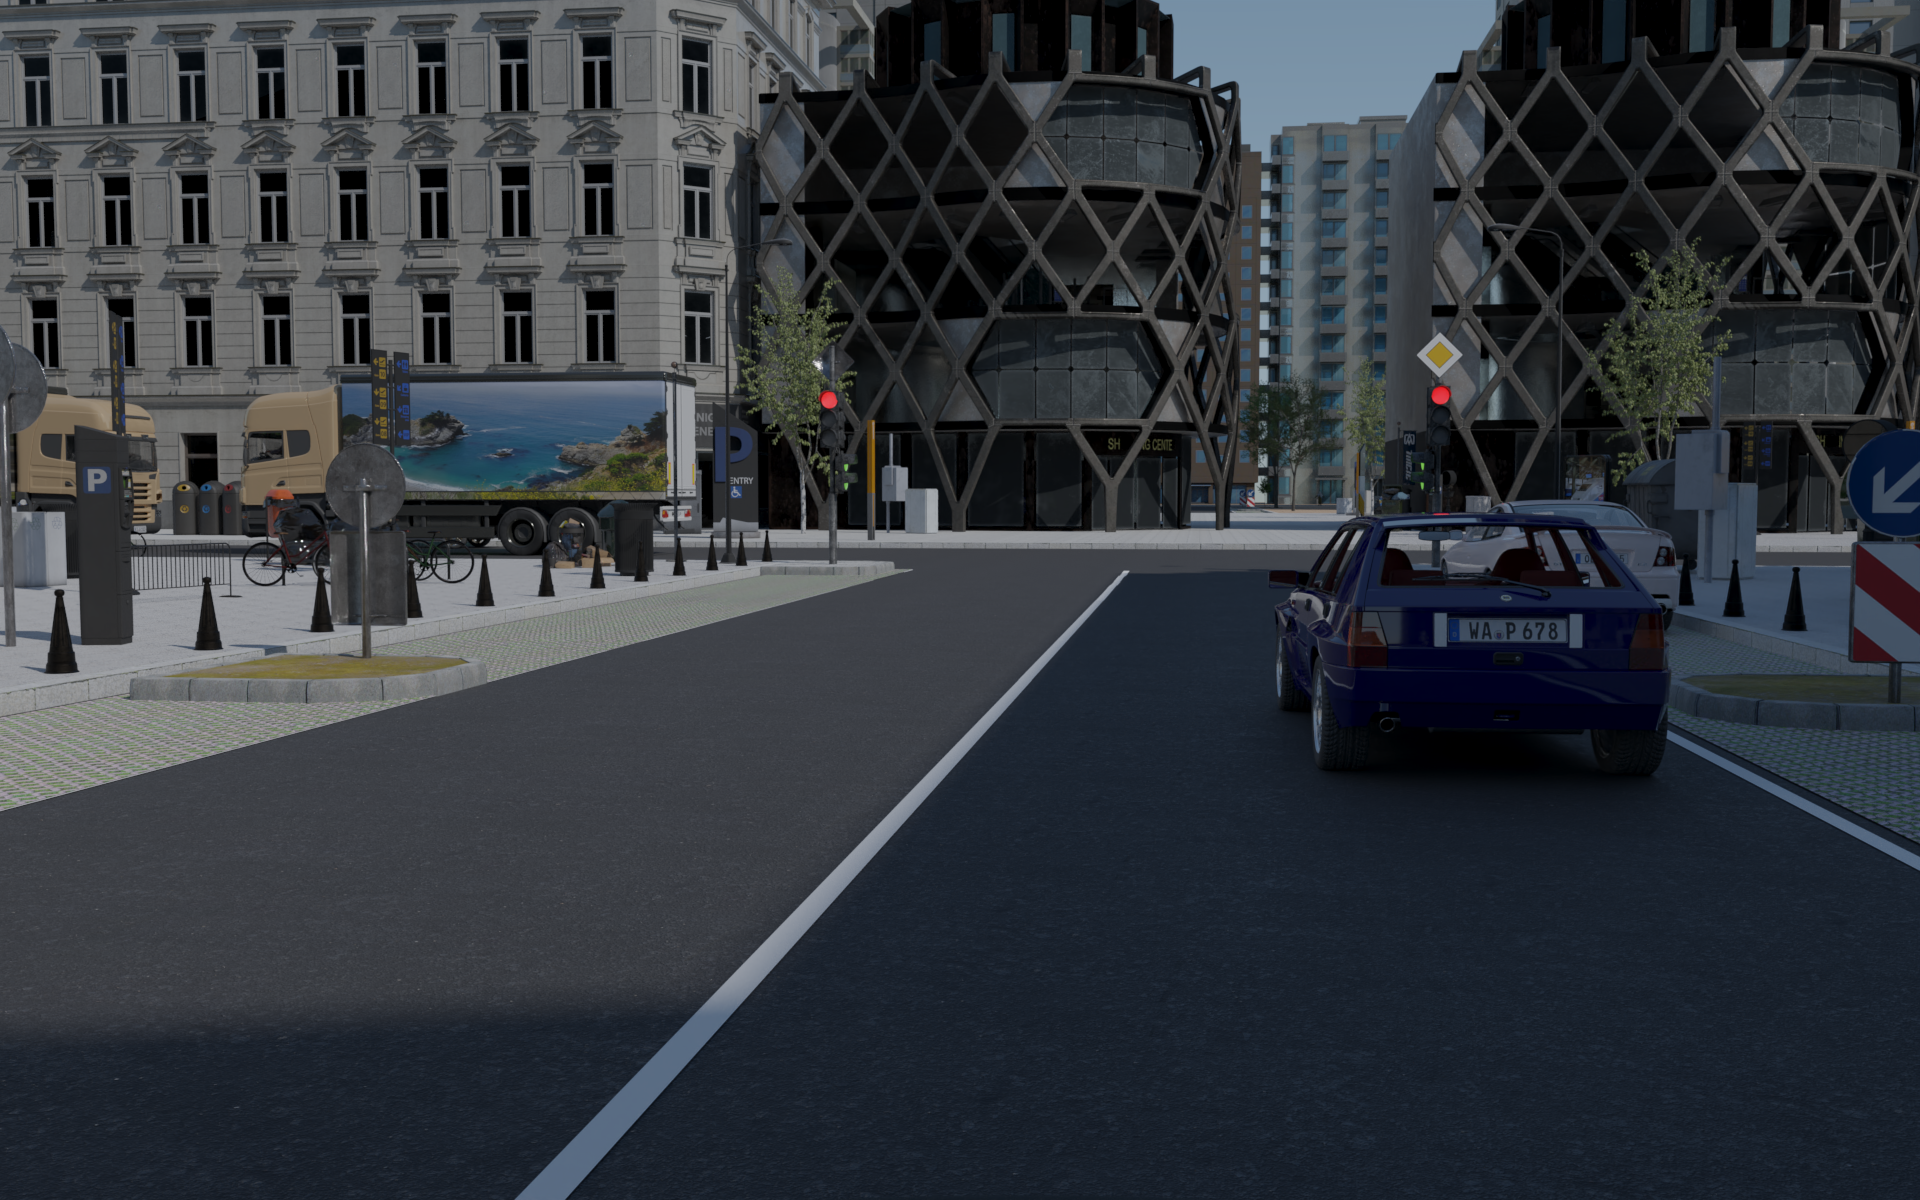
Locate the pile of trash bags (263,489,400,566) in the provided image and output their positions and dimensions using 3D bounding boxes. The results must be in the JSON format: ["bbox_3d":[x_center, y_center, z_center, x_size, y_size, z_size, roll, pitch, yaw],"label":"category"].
[{"bbox_3d":[-11.835,-1.365,32.075,3.447,1.369,1.912,3,4,37],"label":"pile of trash bags"}]

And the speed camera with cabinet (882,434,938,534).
[{"bbox_3d":[-1.632,-3.804,56.529,2.038,3.252,0.660,3,5,43],"label":"speed camera with cabinet"}]

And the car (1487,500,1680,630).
[{"bbox_3d":[6.659,-0.442,19.589,2.083,1.381,4.827,0,4,6],"label":"car"}]

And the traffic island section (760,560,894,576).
[{"bbox_3d":[-2.348,-0.580,31.764,2.009,0.180,2.903,0,4,8],"label":"traffic island section"}]

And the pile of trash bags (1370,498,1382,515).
[{"bbox_3d":[24.897,-5.503,99.723,1.912,1.369,3.447,2,4,31],"label":"pile of trash bags"}]

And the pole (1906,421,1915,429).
[{"bbox_3d":[26.554,-3.342,48.478,0.158,3.312,0.155,0,3,0],"label":"pole"}]

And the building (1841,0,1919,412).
[{"bbox_3d":[86.983,-37.688,158.191,28.212,58.520,21.231,0,4,8],"label":"building"}]

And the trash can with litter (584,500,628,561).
[{"bbox_3d":[-6.607,-1.294,32.538,0.624,1.170,1.055,2,4,27],"label":"trash can with litter"}]

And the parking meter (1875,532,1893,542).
[{"bbox_3d":[9.404,-0.726,17.584,0.255,1.863,0.399,2,4,32],"label":"parking meter"}]

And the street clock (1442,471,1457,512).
[{"bbox_3d":[15.159,-3.009,53.769,0.358,2.002,0.471,-2,4,-24],"label":"street clock"}]

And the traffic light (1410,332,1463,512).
[{"bbox_3d":[8.303,-2.524,30.181,0.839,4.253,0.868,0,4,8],"label":"traffic light"}]

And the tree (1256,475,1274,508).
[{"bbox_3d":[28.702,-10.339,163.643,1.663,3.219,1.824,0,3,0],"label":"tree"}]

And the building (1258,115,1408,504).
[{"bbox_3d":[53.548,-36.840,221.947,30.456,49.044,23.786,0,4,8],"label":"building"}]

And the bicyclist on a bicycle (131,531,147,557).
[{"bbox_3d":[-18.470,-1.695,37.728,1.625,1.676,1.499,1,4,10],"label":"bicyclist on a bicycle"}]

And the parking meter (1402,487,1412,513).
[{"bbox_3d":[15.701,-3.212,60.935,0.372,1.533,0.369,0,3,0],"label":"parking meter"}]

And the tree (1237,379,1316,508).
[{"bbox_3d":[28.637,-14.158,157.235,9.928,11.665,9.643,0,3,0],"label":"tree"}]

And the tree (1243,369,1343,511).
[{"bbox_3d":[24.978,-11.980,130.283,8.767,10.594,7.601,2,4,33],"label":"tree"}]

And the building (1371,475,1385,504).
[{"bbox_3d":[55.316,-28.648,160.268,32.217,40.220,23.993,0,4,8],"label":"building"}]

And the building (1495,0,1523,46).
[{"bbox_3d":[78.694,-47.613,216.719,20.611,71.187,20.563,0,4,8],"label":"building"}]

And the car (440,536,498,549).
[{"bbox_3d":[-14.508,-2.302,46.442,4.718,1.807,1.959,0,4,8],"label":"car"}]

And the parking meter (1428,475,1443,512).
[{"bbox_3d":[14.211,-2.819,51.794,0.399,1.863,0.255,-3,5,-41],"label":"parking meter"}]

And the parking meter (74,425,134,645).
[{"bbox_3d":[-7.276,-0.553,14.759,0.399,1.863,0.255,0,4,-5],"label":"parking meter"}]

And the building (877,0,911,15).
[{"bbox_3d":[-9.194,-43.780,154.056,20.563,71.187,20.611,0,4,8],"label":"building"}]

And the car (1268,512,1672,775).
[{"bbox_3d":[2.841,0.143,10.239,1.945,1.354,3.894,0,4,6],"label":"car"}]

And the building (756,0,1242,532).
[{"bbox_3d":[2.108,-12.127,65.733,16.811,18.784,16.820,0,4,8],"label":"building"}]

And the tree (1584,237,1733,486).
[{"bbox_3d":[20.420,-6.119,50.415,4.737,8.622,4.395,0,3,0],"label":"tree"}]

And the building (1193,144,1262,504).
[{"bbox_3d":[30.957,-34.959,221.686,14.200,45.320,14.600,0,4,8],"label":"building"}]

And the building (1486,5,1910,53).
[{"bbox_3d":[52.707,-27.191,136.452,32.217,40.220,23.993,0,4,8],"label":"building"}]

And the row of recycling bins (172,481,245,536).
[{"bbox_3d":[-22.911,-2.864,53.942,3.534,1.692,1.069,1,4,14],"label":"row of recycling bins"}]

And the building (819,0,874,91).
[{"bbox_3d":[-18.029,-27.025,133.745,32.217,40.220,23.993,0,4,8],"label":"building"}]

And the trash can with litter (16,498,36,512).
[{"bbox_3d":[-16.754,-1.227,31.124,2.233,1.210,1.678,3,5,42],"label":"trash can with litter"}]

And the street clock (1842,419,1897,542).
[{"bbox_3d":[8.842,-0.750,16.840,0.358,2.002,0.471,-2,4,-35],"label":"street clock"}]

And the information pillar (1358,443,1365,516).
[{"bbox_3d":[18.510,-5.408,79.774,0.183,3.616,0.504,3,5,39],"label":"information pillar"}]

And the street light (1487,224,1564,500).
[{"bbox_3d":[9.762,-3.506,29.872,1.470,5.913,1.316,0,4,8],"label":"street light"}]

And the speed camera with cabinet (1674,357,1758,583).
[{"bbox_3d":[11.223,-1.917,25.675,0.660,3.252,2.038,3,5,41],"label":"speed camera with cabinet"}]

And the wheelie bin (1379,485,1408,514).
[{"bbox_3d":[14.746,-3.126,59.015,0.980,1.594,0.693,2,4,23],"label":"wheelie bin"}]

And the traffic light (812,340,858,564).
[{"bbox_3d":[-2.310,-2.612,31.624,0.839,4.253,0.868,0,4,8],"label":"traffic light"}]

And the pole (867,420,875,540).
[{"bbox_3d":[-2.458,-3.307,47.910,0.158,3.312,0.155,0,3,0],"label":"pole"}]

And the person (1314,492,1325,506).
[{"bbox_3d":[41.075,-11.531,197.768,1.217,1.736,0.721,0,4,-6],"label":"person"}]

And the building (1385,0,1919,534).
[{"bbox_3d":[24.941,-11.945,62.748,16.811,18.784,16.820,0,4,8],"label":"building"}]

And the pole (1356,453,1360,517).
[{"bbox_3d":[19.688,-5.616,85.661,0.158,3.312,0.155,0,3,0],"label":"pole"}]

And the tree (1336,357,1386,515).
[{"bbox_3d":[21.922,-8.648,91.757,4.737,8.622,4.395,0,3,0],"label":"tree"}]

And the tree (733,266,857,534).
[{"bbox_3d":[-5.105,-6.428,55.465,4.737,8.622,4.395,0,3,0],"label":"tree"}]

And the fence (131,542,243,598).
[{"bbox_3d":[-9.398,-0.318,20.577,0.278,0.683,2.069,1,4,20],"label":"fence"}]

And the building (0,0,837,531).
[{"bbox_3d":[-28.355,-17.952,69.937,44.131,29.872,17.030,0,4,8],"label":"building"}]
